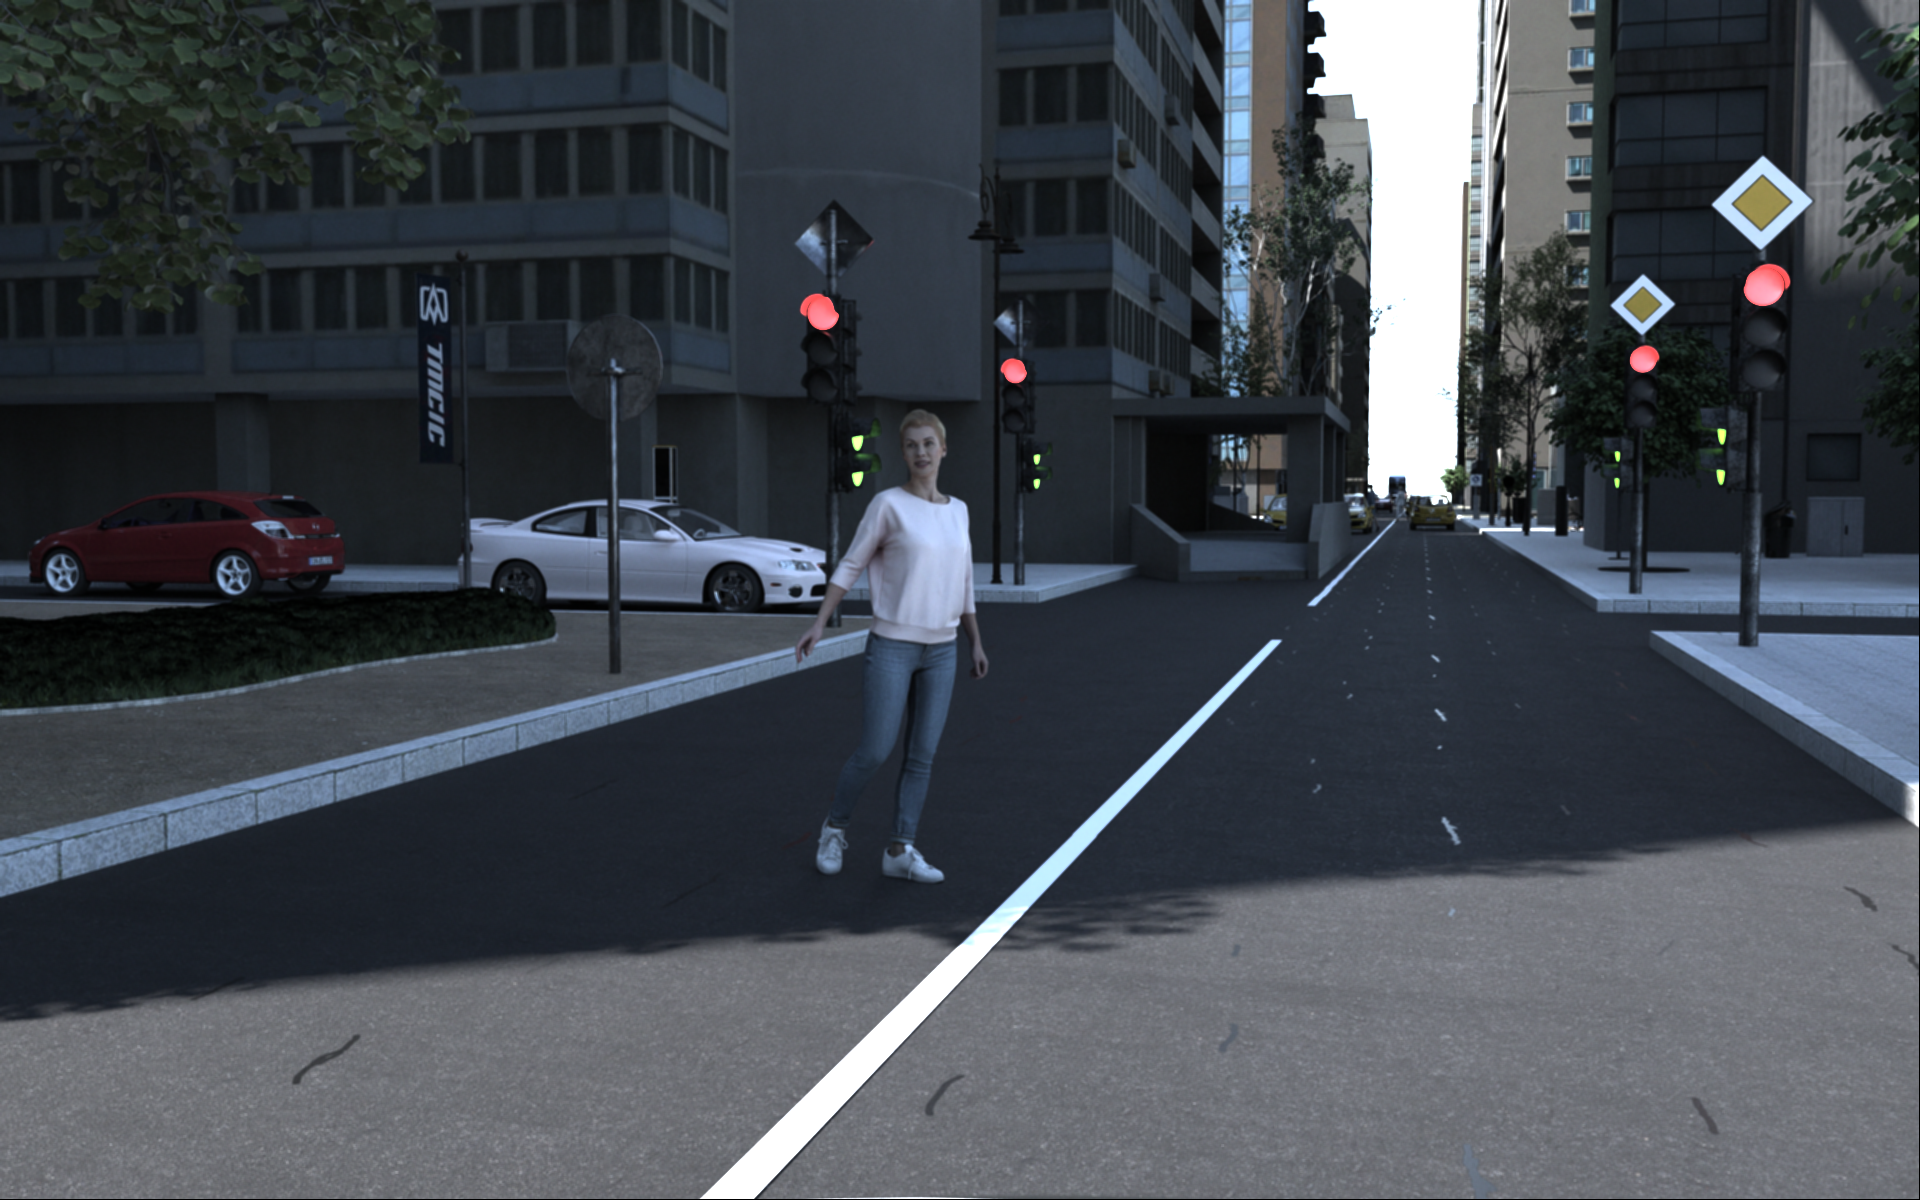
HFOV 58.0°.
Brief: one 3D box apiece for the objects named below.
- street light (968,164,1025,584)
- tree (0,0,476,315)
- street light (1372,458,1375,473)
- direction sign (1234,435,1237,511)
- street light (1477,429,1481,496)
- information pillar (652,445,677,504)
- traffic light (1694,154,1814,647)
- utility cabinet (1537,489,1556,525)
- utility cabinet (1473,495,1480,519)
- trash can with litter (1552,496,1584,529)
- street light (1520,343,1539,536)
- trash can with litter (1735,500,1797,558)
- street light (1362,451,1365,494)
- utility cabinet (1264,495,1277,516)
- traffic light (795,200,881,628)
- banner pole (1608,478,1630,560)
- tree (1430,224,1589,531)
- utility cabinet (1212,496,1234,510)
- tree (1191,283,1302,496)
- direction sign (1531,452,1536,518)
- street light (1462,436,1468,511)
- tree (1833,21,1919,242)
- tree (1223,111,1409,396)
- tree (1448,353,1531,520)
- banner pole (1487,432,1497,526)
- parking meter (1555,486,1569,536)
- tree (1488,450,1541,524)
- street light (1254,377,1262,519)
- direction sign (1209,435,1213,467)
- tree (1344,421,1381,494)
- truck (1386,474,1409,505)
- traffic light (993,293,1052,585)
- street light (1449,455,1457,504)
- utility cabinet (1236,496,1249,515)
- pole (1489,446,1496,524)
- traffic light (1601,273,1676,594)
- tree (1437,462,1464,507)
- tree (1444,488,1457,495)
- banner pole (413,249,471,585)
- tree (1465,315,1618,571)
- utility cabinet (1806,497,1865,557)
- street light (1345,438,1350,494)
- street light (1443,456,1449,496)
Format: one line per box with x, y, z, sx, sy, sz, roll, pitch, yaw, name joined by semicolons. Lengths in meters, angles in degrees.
0.526;-3.173;24.662;0.468;5.910;1.993;1;4;15;street light
-5.097;-5.415;6.662;7.486;12.596;7.792;0;3;0;tree
52.378;-15.095;219.594;0.468;5.910;1.993;1;4;15;street light
8.453;-3.745;53.226;0.379;3.537;0.876;0;4;6;direction sign
28.328;-7.439;94.417;0.468;5.910;1.993;1;4;15;street light
-4.473;-1.333;26.292;0.304;2.012;0.304;0;4;6;information pillar
6.640;-1.565;14.514;0.839;4.253;0.868;1;4;15;traffic light
23.942;-3.748;69.957;1.173;1.500;0.318;2;4;34;utility cabinet
26.377;-4.724;88.404;0.306;1.237;1.020;1;4;20;utility cabinet
22.836;-3.201;63.388;2.233;1.210;1.678;1;4;18;trash can with litter
17.506;-4.926;53.330;0.468;5.910;1.993;1;4;15;street light
16.159;-1.428;34.737;1.055;1.170;0.624;1;4;15;trash can with litter
41.706;-12.626;179.229;0.468;5.910;1.993;1;4;15;street light
16.063;-4.784;89.377;0.306;1.237;1.020;-2;4;-24;utility cabinet
-1.203;-1.692;16.578;0.839;4.253;0.868;1;4;15;traffic light
12.940;-2.698;34.134;0.401;3.779;0.863;0;4;1;banner pole
19.906;-7.650;59.484;7.601;10.594;8.767;0;4;6;tree
8.995;-2.873;58.135;1.020;1.237;0.306;0;4;1;utility cabinet
10.051;-6.793;61.427;4.737;8.622;4.395;0;3;0;tree
30.830;-6.207;93.485;0.379;3.537;0.876;-1;4;-10;direction sign
37.123;-9.459;127.438;0.468;5.910;1.993;1;4;15;street light
5.737;-1.469;7.724;4.285;4.588;4.351;0;3;0;tree
16.322;-14.243;88.762;12.611;20.169;13.585;0;3;0;tree
26.644;-8.297;86.024;4.360;8.622;3.978;0;3;0;tree
21.646;-4.909;70.287;0.401;3.779;0.863;1;4;23;banner pole
18.454;-2.732;53.087;0.372;1.533;0.369;0;3;0;parking meter
24.174;-4.931;75.222;1.663;3.219;1.824;0;3;0;tree
11.223;-5.645;65.076;0.468;5.910;1.993;1;4;15;street light
6.979;-3.533;49.767;0.379;3.537;0.876;-2;4;-27;direction sign
39.031;-13.430;169.940;4.360;8.622;3.978;0;3;0;tree
60.305;-15.227;238.725;2.967;4.110;18.799;1;4;14;truck
0.851;-2.164;24.295;0.839;4.253;0.868;1;4;15;traffic light
47.934;-11.929;167.833;0.468;5.910;1.993;1;4;15;street light
8.955;-2.677;54.936;0.306;1.237;1.020;0;4;5;utility cabinet
22.562;-4.865;73.382;0.158;3.312;0.155;0;3;0;pole
8.695;-2.037;22.231;0.839;4.253;0.868;1;4;15;traffic light
50.149;-11.747;175.770;4.285;4.588;4.351;0;3;0;tree
56.300;-12.482;198.682;1.663;3.219;1.824;0;3;0;tree
-5.202;-1.687;17.604;0.401;3.779;0.863;2;4;29;banner pole
11.502;-2.761;28.856;4.285;4.588;4.351;0;3;0;tree
17.847;-1.478;35.319;1.020;1.237;0.306;1;4;20;utility cabinet
31.233;-10.229;140.028;0.468;5.910;1.993;1;4;15;street light
58.492;-14.364;207.645;0.468;5.910;1.993;1;4;15;street light
